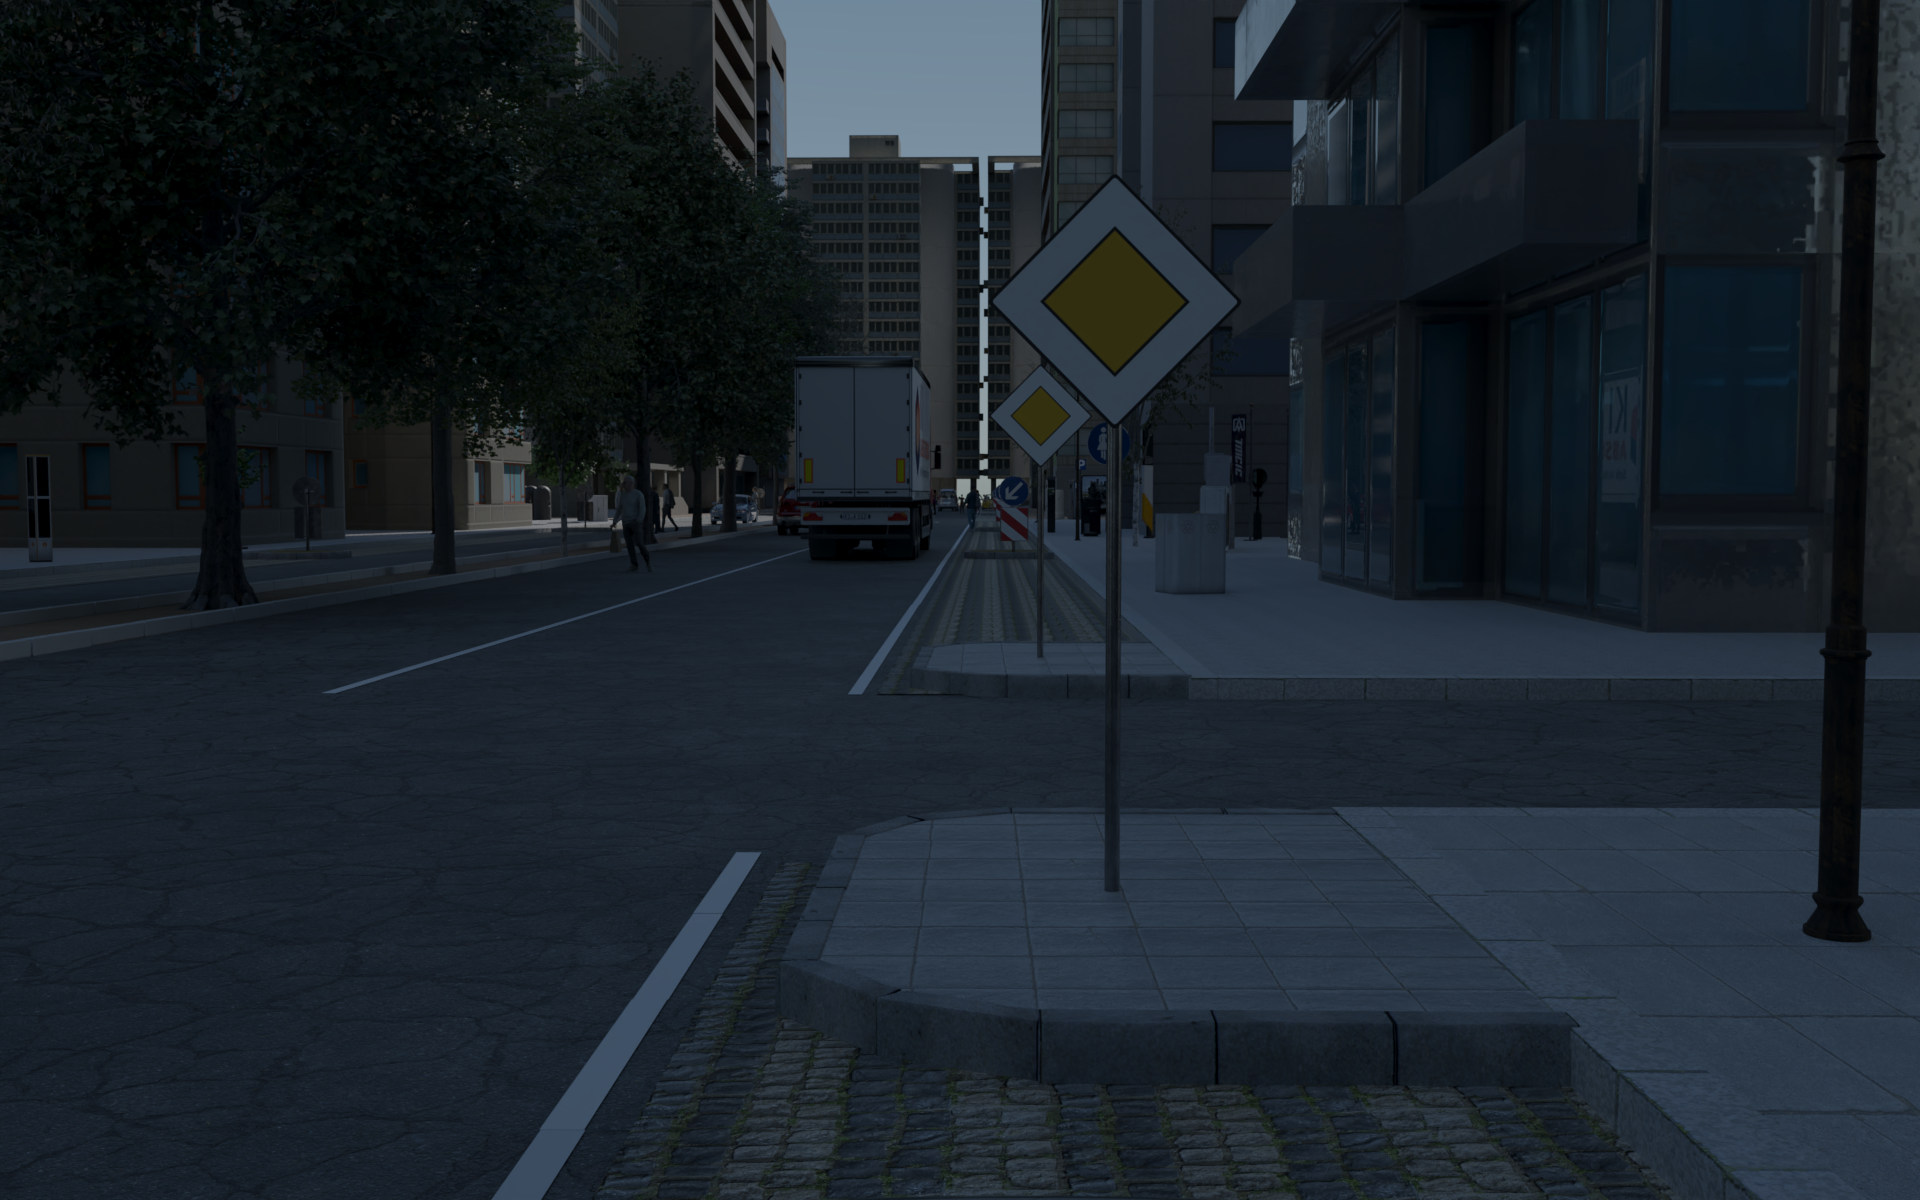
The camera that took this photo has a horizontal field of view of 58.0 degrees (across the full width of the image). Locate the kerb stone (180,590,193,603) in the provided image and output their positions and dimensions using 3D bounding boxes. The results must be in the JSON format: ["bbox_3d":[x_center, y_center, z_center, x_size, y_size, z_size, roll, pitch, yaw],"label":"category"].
[{"bbox_3d":[-10.238,-0.052,23.042,0.120,0.150,1.000,0,4,1],"label":"kerb stone"}]

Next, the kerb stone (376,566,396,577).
[{"bbox_3d":[-10.110,-0.490,30.214,0.120,0.150,1.000,0,4,1],"label":"kerb stone"}]

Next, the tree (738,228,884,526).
[{"bbox_3d":[-8.153,-10.014,76.555,12.009,13.543,11.850,0,3,0],"label":"tree"}]

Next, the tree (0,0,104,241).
[{"bbox_3d":[-9.567,-3.766,14.400,4.360,8.622,3.978,0,3,0],"label":"tree"}]

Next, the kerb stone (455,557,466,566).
[{"bbox_3d":[-10.046,-0.741,34.311,0.120,0.150,1.000,0,4,1],"label":"kerb stone"}]

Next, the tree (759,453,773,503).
[{"bbox_3d":[-16.451,-11.887,144.708,4.737,8.622,4.395,0,3,0],"label":"tree"}]

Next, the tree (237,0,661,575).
[{"bbox_3d":[-9.282,-6.745,30.872,7.486,12.596,7.792,0,3,0],"label":"tree"}]

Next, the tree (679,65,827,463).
[{"bbox_3d":[-8.276,-7.683,45.084,9.611,12.733,9.660,0,3,0],"label":"tree"}]

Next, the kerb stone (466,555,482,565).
[{"bbox_3d":[-10.021,-0.798,35.336,0.120,0.150,1.000,0,4,1],"label":"kerb stone"}]

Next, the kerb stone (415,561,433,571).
[{"bbox_3d":[-10.076,-0.616,32.267,0.120,0.150,1.000,0,4,1],"label":"kerb stone"}]

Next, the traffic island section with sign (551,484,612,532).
[{"bbox_3d":[-14.228,-3.474,65.430,1.989,1.847,2.006,0,4,1],"label":"traffic island section with sign"}]

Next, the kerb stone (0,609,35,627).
[{"bbox_3d":[-10.304,0.199,18.942,0.120,0.150,1.000,0,4,1],"label":"kerb stone"}]

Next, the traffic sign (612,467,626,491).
[{"bbox_3d":[-15.962,-4.942,80.911,0.768,2.556,0.104,1,4,9],"label":"traffic sign"}]

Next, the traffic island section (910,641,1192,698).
[{"bbox_3d":[0.650,0.531,13.603,2.009,0.180,2.903,0,4,1],"label":"traffic island section"}]

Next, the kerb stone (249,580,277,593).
[{"bbox_3d":[-10.202,-0.177,25.092,0.120,0.150,1.000,0,4,1],"label":"kerb stone"}]

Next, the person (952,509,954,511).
[{"bbox_3d":[-0.557,-8.386,148.849,0.421,1.427,0.697,2,4,35],"label":"person"}]

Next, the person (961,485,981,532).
[{"bbox_3d":[0.452,-3.413,64.655,0.623,1.781,0.721,-3,5,-41],"label":"person"}]

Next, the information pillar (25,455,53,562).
[{"bbox_3d":[-17.327,-1.719,32.592,0.304,2.012,0.304,2,4,33],"label":"information pillar"}]

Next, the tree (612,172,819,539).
[{"bbox_3d":[-8.318,-7.753,54.970,9.928,11.665,9.643,0,3,0],"label":"tree"}]

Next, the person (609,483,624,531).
[{"bbox_3d":[-12.783,-3.472,65.142,0.818,1.842,0.514,1,4,9],"label":"person"}]

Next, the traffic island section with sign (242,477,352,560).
[{"bbox_3d":[-14.685,-1.826,38.478,1.989,1.847,2.006,0,4,1],"label":"traffic island section with sign"}]

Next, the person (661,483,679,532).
[{"bbox_3d":[-10.982,-3.458,65.143,0.850,1.850,0.679,1,4,14],"label":"person"}]

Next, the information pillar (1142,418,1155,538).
[{"bbox_3d":[5.431,-3.592,50.084,0.183,3.616,0.504,3,4,37],"label":"information pillar"}]

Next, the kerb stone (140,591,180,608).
[{"bbox_3d":[-10.249,0.011,22.017,0.120,0.150,1.000,0,4,1],"label":"kerb stone"}]

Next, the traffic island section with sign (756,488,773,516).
[{"bbox_3d":[-13.353,-6.544,115.623,1.989,1.847,2.006,0,4,1],"label":"traffic island section with sign"}]

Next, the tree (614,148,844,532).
[{"bbox_3d":[-8.717,-9.527,64.880,9.857,13.997,8.962,0,3,0],"label":"tree"}]

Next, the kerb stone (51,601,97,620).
[{"bbox_3d":[-10.296,0.136,19.964,0.120,0.150,1.000,0,4,1],"label":"kerb stone"}]

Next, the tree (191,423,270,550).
[{"bbox_3d":[-17.092,-2.782,40.092,1.663,3.219,1.824,0,3,0],"label":"tree"}]

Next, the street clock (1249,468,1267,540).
[{"bbox_3d":[8.384,-2.703,48.756,0.471,2.002,0.358,-1,4,-17],"label":"street clock"}]

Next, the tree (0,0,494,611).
[{"bbox_3d":[-9.184,-6.231,21.343,9.611,12.733,9.660,0,3,0],"label":"tree"}]

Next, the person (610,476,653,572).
[{"bbox_3d":[-6.092,-1.403,31.920,0.782,1.767,0.515,2,4,26],"label":"person"}]

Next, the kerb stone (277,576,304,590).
[{"bbox_3d":[-10.184,-0.236,26.115,0.120,0.150,1.000,0,4,1],"label":"kerb stone"}]

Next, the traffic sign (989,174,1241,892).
[{"bbox_3d":[0.489,-0.116,5.542,0.795,2.450,0.064,0,4,1],"label":"traffic sign"}]

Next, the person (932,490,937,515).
[{"bbox_3d":[-1.826,-6.708,118.853,0.721,1.739,1.217,0,4,5],"label":"person"}]

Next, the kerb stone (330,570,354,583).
[{"bbox_3d":[-10.148,-0.364,28.170,0.120,0.150,1.000,0,4,1],"label":"kerb stone"}]

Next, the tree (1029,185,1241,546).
[{"bbox_3d":[4.534,-5.629,42.390,4.360,8.622,3.978,0,3,0],"label":"tree"}]

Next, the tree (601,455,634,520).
[{"bbox_3d":[-16.923,-5.556,85.446,1.663,3.219,1.824,0,3,0],"label":"tree"}]

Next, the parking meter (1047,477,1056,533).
[{"bbox_3d":[3.043,-3.176,57.642,0.255,1.863,0.399,0,4,6],"label":"parking meter"}]

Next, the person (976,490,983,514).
[{"bbox_3d":[1.167,-6.863,121.498,1.217,1.735,0.721,-3,5,-42],"label":"person"}]

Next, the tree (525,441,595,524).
[{"bbox_3d":[-17.351,-5.647,76.036,4.285,4.588,4.351,0,3,0],"label":"tree"}]

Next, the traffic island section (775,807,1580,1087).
[{"bbox_3d":[0.512,1.019,5.619,2.009,0.180,2.903,0,4,1],"label":"traffic island section"}]

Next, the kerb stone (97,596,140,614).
[{"bbox_3d":[-10.274,0.074,20.990,0.120,0.150,1.000,0,4,1],"label":"kerb stone"}]

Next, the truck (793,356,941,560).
[{"bbox_3d":[-2.020,-3.182,40.933,2.839,4.237,11.283,0,4,1],"label":"truck"}]

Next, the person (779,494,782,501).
[{"bbox_3d":[-11.812,-6.274,114.272,0.628,1.438,0.799,-3,5,-39],"label":"person"}]

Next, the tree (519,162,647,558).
[{"bbox_3d":[-8.692,-5.192,37.713,4.737,8.622,4.395,0,3,0],"label":"tree"}]

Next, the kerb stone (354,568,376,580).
[{"bbox_3d":[-10.128,-0.428,29.192,0.120,0.150,1.000,0,4,1],"label":"kerb stone"}]

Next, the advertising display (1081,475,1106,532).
[{"bbox_3d":[4.556,-3.260,58.522,0.974,1.923,0.123,2,4,30],"label":"advertising display"}]

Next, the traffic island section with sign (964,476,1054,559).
[{"bbox_3d":[1.089,-1.842,38.738,1.989,1.847,2.006,0,4,1],"label":"traffic island section with sign"}]

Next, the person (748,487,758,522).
[{"bbox_3d":[-10.498,-4.812,87.454,0.573,1.790,0.520,0,4,-7],"label":"person"}]

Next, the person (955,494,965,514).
[{"bbox_3d":[0.142,-6.968,125.681,1.065,1.426,0.557,0,4,0],"label":"person"}]

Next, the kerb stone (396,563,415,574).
[{"bbox_3d":[-10.096,-0.547,31.240,0.120,0.150,1.000,0,4,1],"label":"kerb stone"}]

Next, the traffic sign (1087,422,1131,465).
[{"bbox_3d":[2.625,-1.864,30.583,0.768,2.556,0.104,0,4,8],"label":"traffic sign"}]

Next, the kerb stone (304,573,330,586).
[{"bbox_3d":[-10.169,-0.301,27.145,0.120,0.150,1.000,0,4,1],"label":"kerb stone"}]

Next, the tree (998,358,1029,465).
[{"bbox_3d":[4.327,-8.615,91.219,4.360,8.622,3.978,0,3,0],"label":"tree"}]

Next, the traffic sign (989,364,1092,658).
[{"bbox_3d":[0.626,-0.604,13.526,0.795,2.450,0.064,0,4,1],"label":"traffic sign"}]

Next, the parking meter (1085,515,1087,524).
[{"bbox_3d":[5.469,-4.269,75.502,0.399,1.863,0.255,-3,5,-44],"label":"parking meter"}]

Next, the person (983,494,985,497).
[{"bbox_3d":[2.346,-8.706,154.025,0.799,1.438,0.628,0,4,6],"label":"person"}]

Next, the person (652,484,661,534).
[{"bbox_3d":[-10.509,-3.095,59.526,0.576,1.772,0.534,2,4,24],"label":"person"}]
